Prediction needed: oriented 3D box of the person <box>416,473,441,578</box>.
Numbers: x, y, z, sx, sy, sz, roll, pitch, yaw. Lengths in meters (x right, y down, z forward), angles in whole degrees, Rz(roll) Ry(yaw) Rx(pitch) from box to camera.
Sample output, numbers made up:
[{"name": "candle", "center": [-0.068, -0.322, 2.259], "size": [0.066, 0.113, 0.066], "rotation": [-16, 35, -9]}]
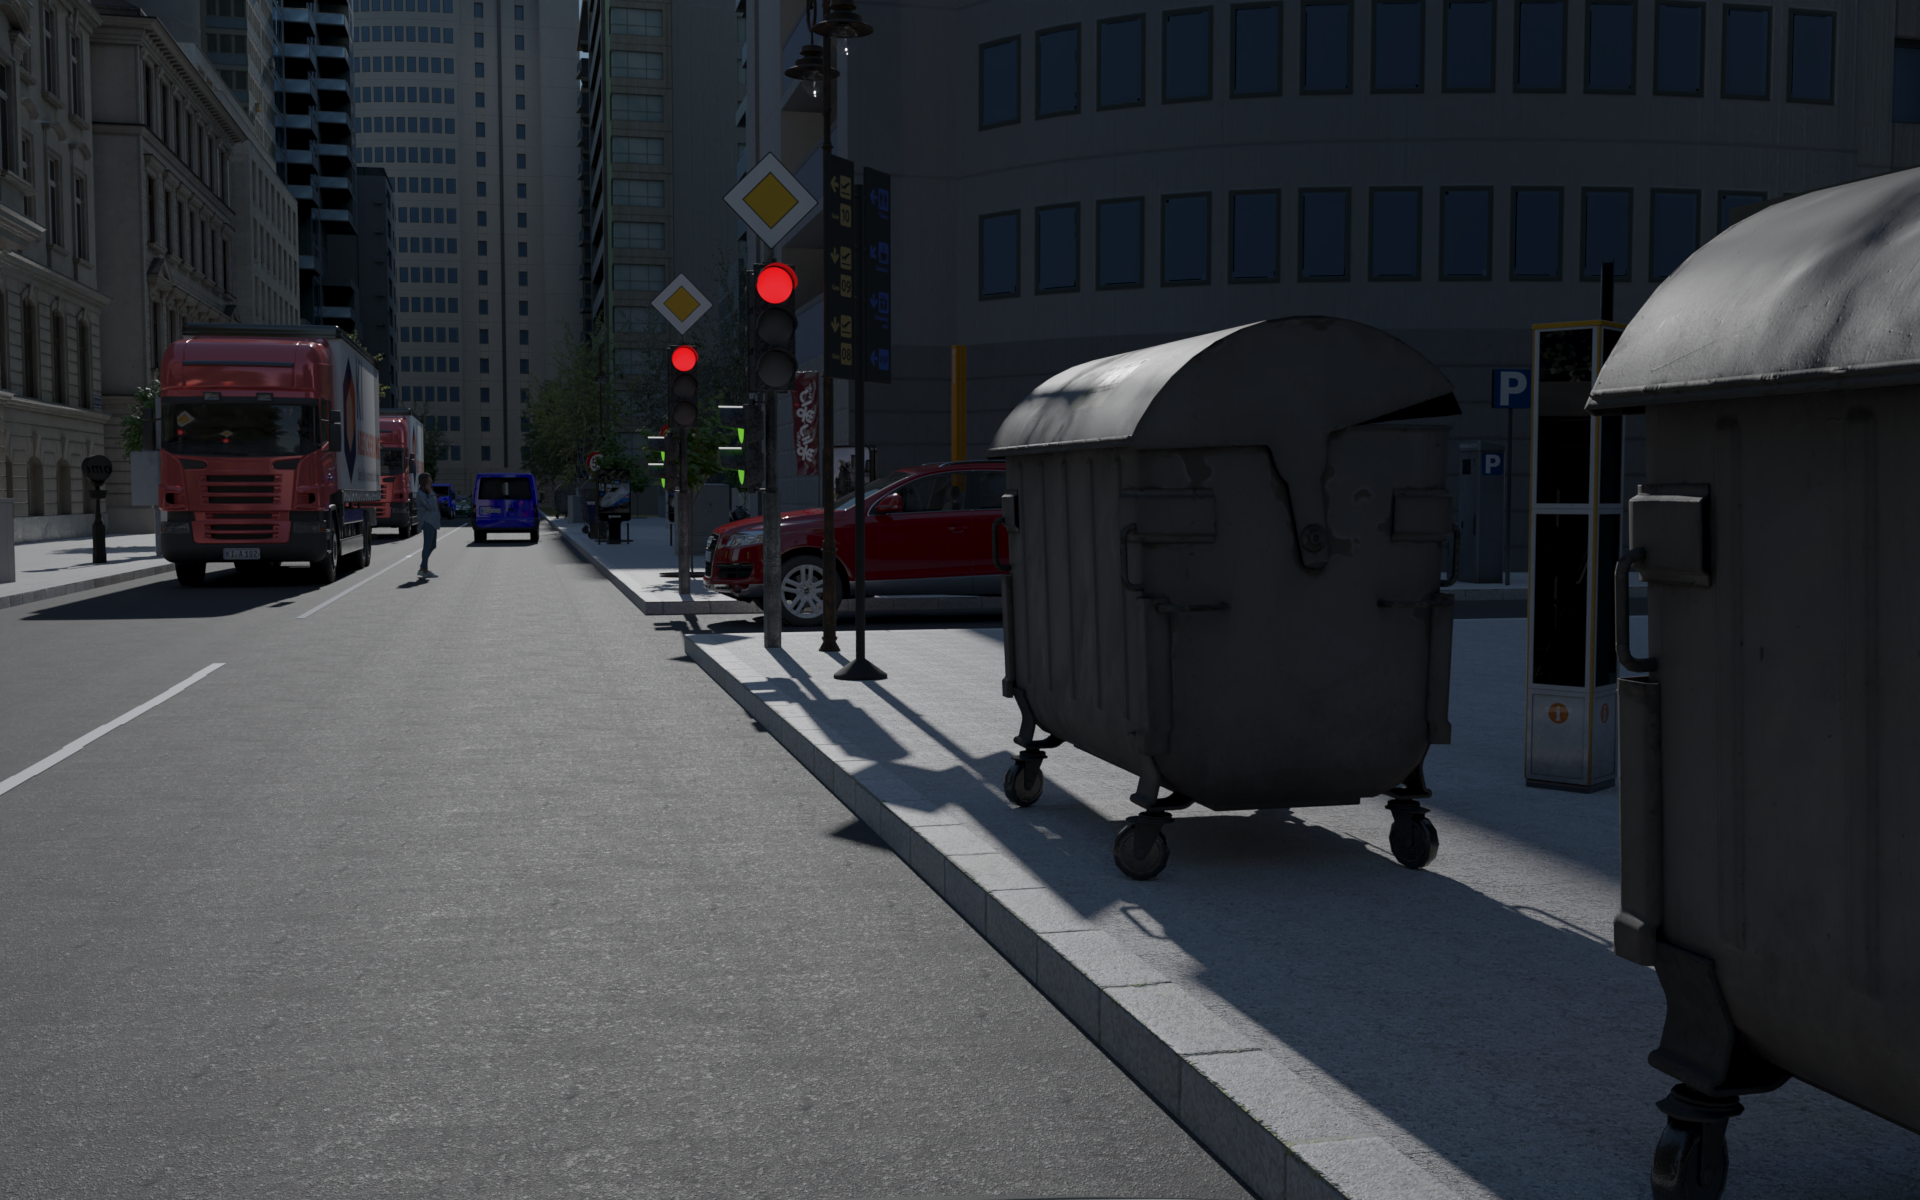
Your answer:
[{"name": "person", "center": [-9.137, -1.278, 29.662], "size": [0.793, 1.790, 0.793], "rotation": [-3, 4, -36]}]

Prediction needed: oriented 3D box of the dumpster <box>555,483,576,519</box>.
[{"name": "dumpster", "center": [-20.803, -5.254, 91.658], "size": [1.264, 1.857, 1.865], "rotation": [-1, 4, -14]}]

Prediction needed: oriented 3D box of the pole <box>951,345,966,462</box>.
[{"name": "pole", "center": [-0.017, -1.834, 23.822], "size": [0.158, 3.312, 0.155], "rotation": [0, 3, 0]}]

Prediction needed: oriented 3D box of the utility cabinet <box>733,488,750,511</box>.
[{"name": "utility cabinet", "center": [-7.960, -3.360, 63.619], "size": [0.318, 1.500, 1.173], "rotation": [1, 4, 21]}]

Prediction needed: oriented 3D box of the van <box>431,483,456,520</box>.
[{"name": "van", "center": [-29.801, -5.759, 98.550], "size": [2.240, 2.365, 5.245], "rotation": [-1, 4, -14]}]

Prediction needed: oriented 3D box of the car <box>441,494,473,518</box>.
[{"name": "car", "center": [-30.911, -5.795, 106.551], "size": [2.131, 1.459, 4.920], "rotation": [-1, 4, -14]}]

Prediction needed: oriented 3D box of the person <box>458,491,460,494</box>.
[{"name": "person", "center": [-43.701, -8.656, 150.958], "size": [0.756, 1.711, 0.436], "rotation": [1, 4, 19]}]

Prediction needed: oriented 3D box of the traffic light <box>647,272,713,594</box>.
[{"name": "traffic light", "center": [-3.559, -2.031, 22.128], "size": [0.839, 4.253, 0.868], "rotation": [-1, 4, -14]}]

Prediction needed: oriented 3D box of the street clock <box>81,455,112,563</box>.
[{"name": "street clock", "center": [-15.959, -1.682, 32.069], "size": [0.358, 2.002, 0.471], "rotation": [3, 5, 41]}]

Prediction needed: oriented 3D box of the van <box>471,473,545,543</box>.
[{"name": "van", "center": [-13.807, -2.963, 52.826], "size": [2.240, 2.365, 5.245], "rotation": [-1, 4, -13]}]

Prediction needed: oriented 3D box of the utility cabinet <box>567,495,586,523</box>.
[{"name": "utility cabinet", "center": [-16.869, -3.981, 76.243], "size": [0.306, 1.237, 1.020], "rotation": [1, 4, 19]}]

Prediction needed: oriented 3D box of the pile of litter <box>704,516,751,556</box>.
[{"name": "pile of litter", "center": [-4.436, -1.216, 33.853], "size": [1.176, 0.858, 1.719], "rotation": [0, 4, 8]}]

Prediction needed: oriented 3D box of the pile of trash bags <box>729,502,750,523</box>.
[{"name": "pile of trash bags", "center": [-7.274, -2.764, 54.943], "size": [1.912, 1.369, 3.447], "rotation": [2, 4, 33]}]

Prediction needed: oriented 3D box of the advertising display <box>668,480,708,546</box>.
[{"name": "advertising display", "center": [-6.712, -2.295, 42.741], "size": [0.974, 1.923, 0.123], "rotation": [0, 4, 4]}]

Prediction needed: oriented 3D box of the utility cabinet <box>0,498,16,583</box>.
[{"name": "utility cabinet", "center": [-14.070, -0.831, 24.754], "size": [0.306, 1.237, 1.020], "rotation": [2, 4, 25]}]

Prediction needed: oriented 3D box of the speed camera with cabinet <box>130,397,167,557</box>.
[{"name": "speed camera with cabinet", "center": [-16.587, -2.557, 36.145], "size": [0.660, 3.252, 2.038], "rotation": [0, 4, -2]}]

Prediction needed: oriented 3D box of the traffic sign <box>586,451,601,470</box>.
[{"name": "traffic sign", "center": [-10.577, -3.104, 50.863], "size": [0.768, 2.556, 0.104], "rotation": [0, 4, -7]}]

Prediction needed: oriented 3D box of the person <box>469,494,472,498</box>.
[{"name": "person", "center": [-35.013, -7.117, 125.002], "size": [1.348, 1.807, 0.705], "rotation": [0, 4, -2]}]

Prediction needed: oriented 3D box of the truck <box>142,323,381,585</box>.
[{"name": "truck", "center": [-12.051, -2.565, 30.854], "size": [2.839, 4.237, 11.283], "rotation": [-1, 4, -14]}]

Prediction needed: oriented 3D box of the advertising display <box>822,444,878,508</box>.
[{"name": "advertising display", "center": [-1.445, -1.070, 22.713], "size": [0.123, 1.923, 0.974], "rotation": [-3, 5, -45]}]

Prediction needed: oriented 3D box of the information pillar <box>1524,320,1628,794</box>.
[{"name": "information pillar", "center": [2.679, -0.186, 7.539], "size": [0.304, 2.012, 0.304], "rotation": [3, 5, 42]}]

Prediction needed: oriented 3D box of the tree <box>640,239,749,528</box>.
[{"name": "tree", "center": [-6.028, -6.061, 49.464], "size": [4.360, 8.622, 3.978], "rotation": [0, 3, 0]}]

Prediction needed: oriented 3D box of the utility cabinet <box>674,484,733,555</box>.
[{"name": "utility cabinet", "center": [-5.387, -1.685, 36.230], "size": [1.173, 1.500, 0.318], "rotation": [-3, 5, -41]}]

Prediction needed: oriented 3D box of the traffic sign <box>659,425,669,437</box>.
[{"name": "traffic sign", "center": [-4.701, -1.781, 29.220], "size": [0.768, 2.556, 0.104], "rotation": [-1, 4, -12]}]

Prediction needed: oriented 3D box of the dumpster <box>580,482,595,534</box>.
[{"name": "dumpster", "center": [-11.723, -3.105, 56.532], "size": [1.264, 1.857, 1.865], "rotation": [-1, 4, -14]}]

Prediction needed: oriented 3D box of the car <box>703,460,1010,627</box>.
[{"name": "car", "center": [-0.294, -0.692, 19.980], "size": [5.304, 1.827, 2.281], "rotation": [-1, 4, -14]}]

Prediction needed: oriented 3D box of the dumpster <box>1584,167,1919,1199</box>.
[{"name": "dumpster", "center": [1.949, 0.203, 2.448], "size": [1.264, 1.857, 1.865], "rotation": [-1, 4, -14]}]

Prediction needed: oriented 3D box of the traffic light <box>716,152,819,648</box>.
[{"name": "traffic light", "center": [-1.587, -1.558, 14.390], "size": [0.839, 4.253, 0.868], "rotation": [-1, 4, -14]}]

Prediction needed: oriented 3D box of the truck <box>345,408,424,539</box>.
[{"name": "truck", "center": [-19.759, -4.278, 58.862], "size": [2.839, 4.237, 11.283], "rotation": [-1, 4, -15]}]

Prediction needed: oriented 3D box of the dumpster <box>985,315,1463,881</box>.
[{"name": "dumpster", "center": [0.928, -0.045, 6.498], "size": [1.264, 1.857, 1.865], "rotation": [-1, 4, -14]}]

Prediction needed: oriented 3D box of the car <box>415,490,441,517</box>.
[{"name": "car", "center": [-26.046, -4.539, 82.893], "size": [2.281, 1.827, 5.304], "rotation": [-1, 4, -13]}]

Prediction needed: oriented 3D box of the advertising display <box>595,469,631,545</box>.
[{"name": "advertising display", "center": [-8.820, -2.377, 44.082], "size": [0.974, 1.923, 0.123], "rotation": [-3, 5, -43]}]
